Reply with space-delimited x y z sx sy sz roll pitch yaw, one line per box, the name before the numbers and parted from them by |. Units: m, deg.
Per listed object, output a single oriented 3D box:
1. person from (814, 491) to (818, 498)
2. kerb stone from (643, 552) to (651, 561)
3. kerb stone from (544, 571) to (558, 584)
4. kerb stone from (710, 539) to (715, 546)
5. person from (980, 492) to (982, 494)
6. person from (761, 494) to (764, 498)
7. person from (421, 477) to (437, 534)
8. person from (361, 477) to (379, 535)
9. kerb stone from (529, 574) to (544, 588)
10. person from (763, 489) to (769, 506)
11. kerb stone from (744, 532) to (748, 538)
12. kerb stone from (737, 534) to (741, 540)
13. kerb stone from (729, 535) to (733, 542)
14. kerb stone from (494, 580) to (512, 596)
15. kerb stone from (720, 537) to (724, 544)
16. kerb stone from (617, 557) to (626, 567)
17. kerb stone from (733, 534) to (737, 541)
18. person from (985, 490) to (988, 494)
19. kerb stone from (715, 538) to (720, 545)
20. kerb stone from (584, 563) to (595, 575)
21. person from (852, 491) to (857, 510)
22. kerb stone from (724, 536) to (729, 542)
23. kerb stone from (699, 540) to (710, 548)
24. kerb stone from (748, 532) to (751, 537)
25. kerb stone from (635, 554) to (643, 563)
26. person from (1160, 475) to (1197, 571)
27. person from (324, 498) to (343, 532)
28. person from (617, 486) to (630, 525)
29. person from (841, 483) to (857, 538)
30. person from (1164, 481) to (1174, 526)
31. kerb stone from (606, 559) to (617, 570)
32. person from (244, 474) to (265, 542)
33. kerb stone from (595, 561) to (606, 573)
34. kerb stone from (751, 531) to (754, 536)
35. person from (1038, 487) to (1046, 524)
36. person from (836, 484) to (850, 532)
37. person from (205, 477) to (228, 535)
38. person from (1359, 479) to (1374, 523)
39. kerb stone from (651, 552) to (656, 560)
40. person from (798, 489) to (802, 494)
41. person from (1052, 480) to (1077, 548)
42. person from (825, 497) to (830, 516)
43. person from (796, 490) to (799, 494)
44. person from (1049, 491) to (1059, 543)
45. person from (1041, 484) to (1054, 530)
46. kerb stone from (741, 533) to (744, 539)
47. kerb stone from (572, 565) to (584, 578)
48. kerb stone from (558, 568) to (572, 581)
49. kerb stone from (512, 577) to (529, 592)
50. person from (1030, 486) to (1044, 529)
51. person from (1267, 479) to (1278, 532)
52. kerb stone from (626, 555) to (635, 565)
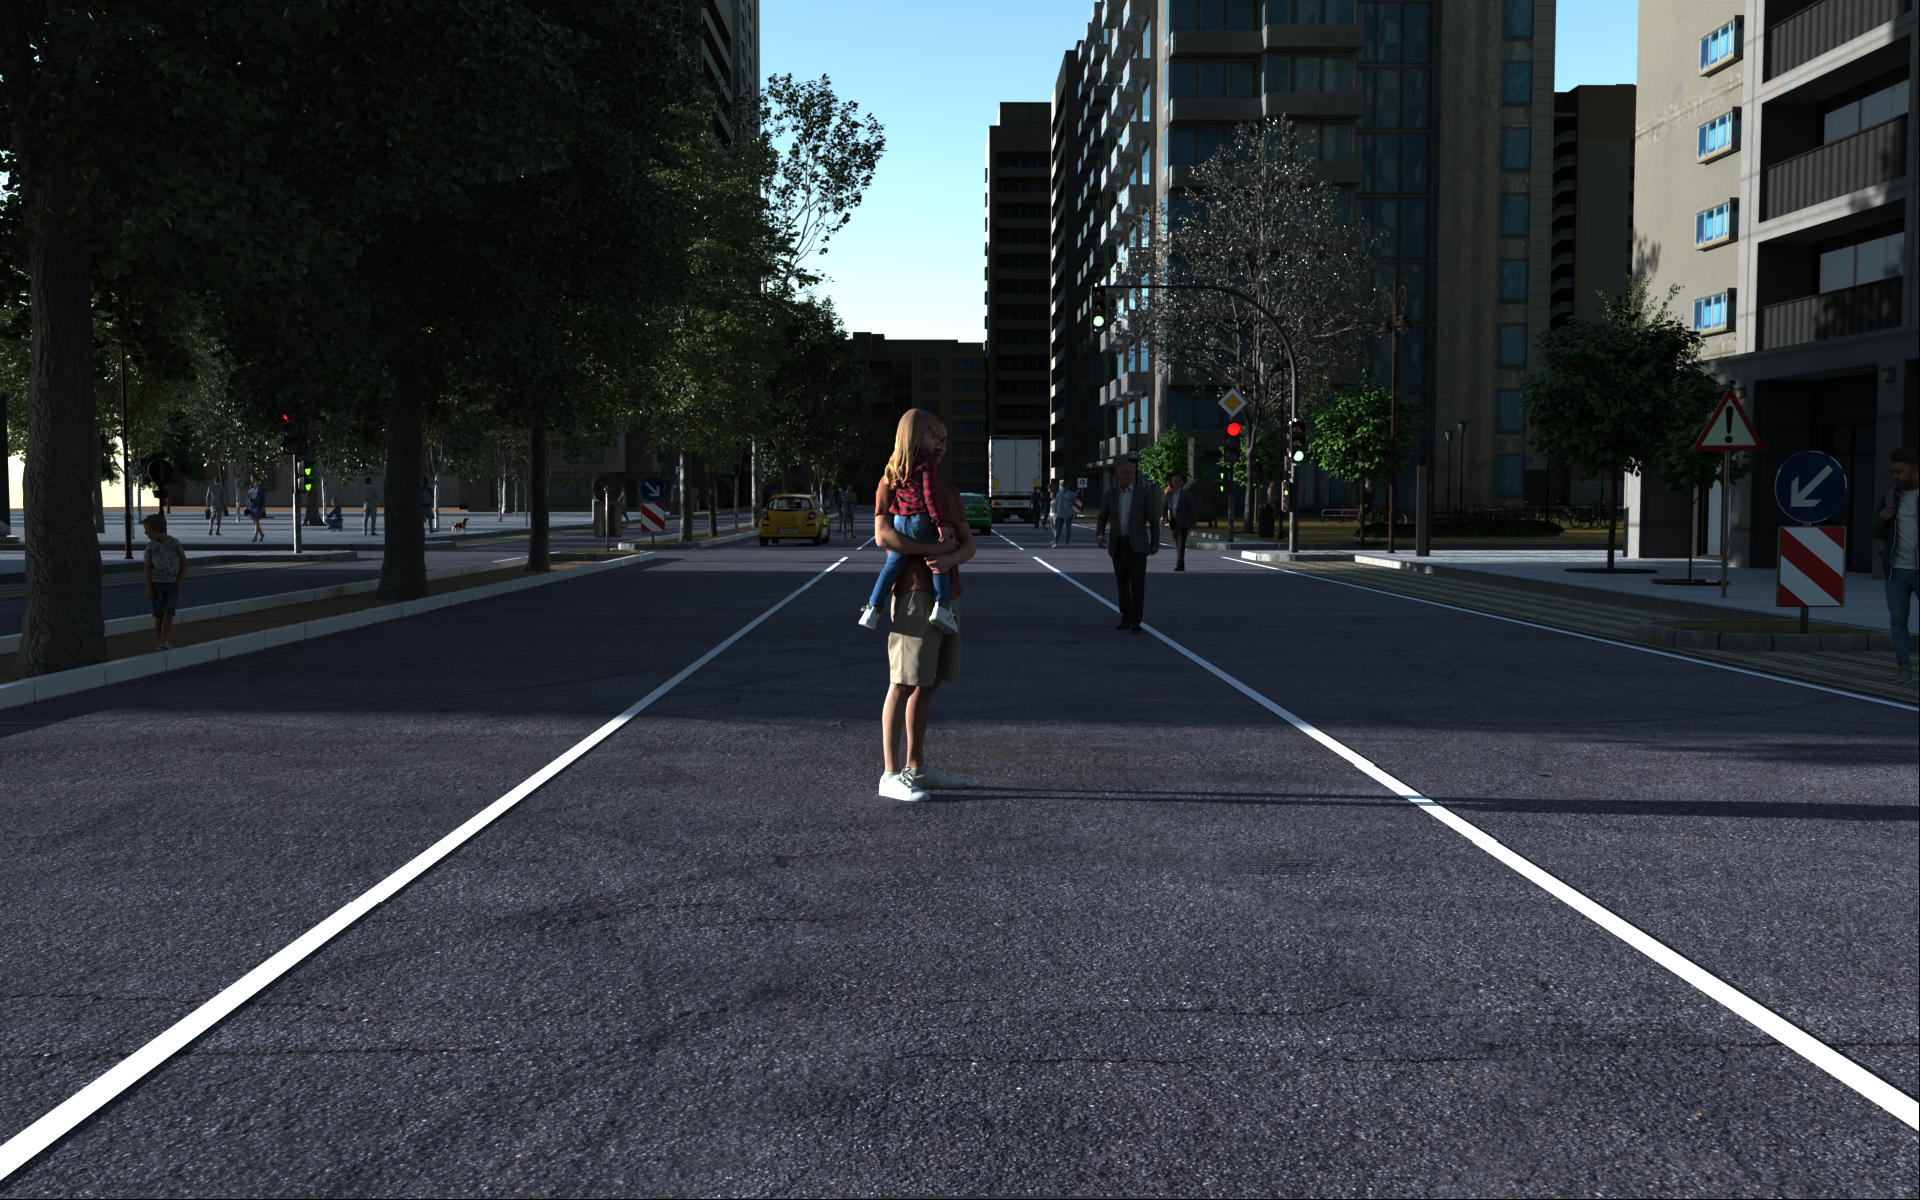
person | -8.717 -5.760 104.487 0.589 1.601 0.330 -2 4 -34
kerb stone | -6.798 -0.903 37.018 0.120 0.150 1.000 0 4 -1
kerb stone | -6.652 -0.337 27.785 0.120 0.150 1.000 0 4 -1
kerb stone | -6.948 -1.568 47.830 0.120 0.150 1.000 0 4 -1
person | 2.240 -10.476 181.253 0.593 1.643 0.415 2 4 31
person | -19.134 -10.033 170.065 0.705 1.826 1.348 -3 4 -38
person | -17.020 -2.995 55.004 0.794 1.824 0.713 2 4 24
person | -18.366 -2.920 53.960 0.511 1.800 0.466 -1 4 -11
kerb stone | -6.636 -0.279 26.763 0.120 0.150 1.000 0 4 -1
person | -15.551 -7.983 139.153 0.705 1.807 1.348 -2 4 -24
kerb stone | -7.069 -2.070 56.032 0.120 0.150 1.000 0 4 -1
kerb stone | -7.036 -1.943 53.974 0.120 0.150 1.000 0 4 -1
kerb stone | -7.010 -1.809 51.924 0.120 0.150 1.000 0 4 -1
kerb stone | -6.613 -0.154 24.715 0.120 0.150 1.000 0 4 -1
kerb stone | -6.977 -1.693 49.874 0.120 0.150 1.000 0 4 -1
kerb stone | -6.753 -0.717 33.948 0.120 0.150 1.000 0 4 -1
kerb stone | -7.026 -1.881 52.946 0.120 0.150 1.000 0 4 -1
person | 2.645 -9.970 171.525 1.348 1.822 0.705 1 4 15
kerb stone | -6.971 -1.627 48.852 0.120 0.150 1.000 0 4 -1
kerb stone | -6.709 -0.531 30.871 0.120 0.150 1.000 0 4 -1
person | -9.627 -9.181 159.123 0.721 1.766 1.217 -1 4 -12
kerb stone | -6.997 -1.755 50.901 0.120 0.150 1.000 0 4 -1
kerb stone | -6.941 -1.505 46.805 0.120 0.150 1.000 0 4 -1
kerb stone | -7.086 -2.131 57.063 0.120 0.150 1.000 0 4 -1
kerb stone | -6.791 -0.844 35.996 0.120 0.150 1.000 0 4 -1
person | 4.013 -1.413 31.999 0.661 1.777 0.834 2 4 26
person | -21.446 -2.908 59.079 0.738 1.151 1.012 0 4 -8
person | -15.160 -4.234 77.911 0.728 1.800 0.709 -3 4 -38
person | -3.604 -2.924 56.481 0.511 1.800 0.466 -3 5 -40
person | 8.657 -3.943 70.481 0.580 1.828 0.573 -3 5 -42
kerb stone | -6.728 -0.653 32.918 0.120 0.150 1.000 0 4 -1
person | -18.974 -2.491 46.796 0.581 1.822 0.654 1 4 23
kerb stone | -6.716 -0.593 31.893 0.120 0.150 1.000 0 4 -1
kerb stone | -7.099 -2.189 58.085 0.120 0.150 1.000 0 4 -1
person | 3.814 -4.452 81.640 0.623 1.781 0.721 0 4 -2
person | -4.363 -3.443 64.816 0.581 1.822 0.654 -3 5 -43
person | -23.192 -2.927 54.022 0.709 1.813 0.853 -1 4 -11
person | 13.444 -3.126 56.928 0.659 1.850 0.755 -1 4 -17
kerb stone | -6.813 -0.969 38.040 0.120 0.150 1.000 0 4 -1
person | -12.693 -7.907 137.718 1.348 1.831 0.705 2 4 35
person | 2.772 -2.280 46.047 0.793 1.790 0.793 -1 4 -16
person | -8.677 -6.117 113.195 0.332 1.250 0.352 2 4 27
person | -14.918 -9.196 158.951 0.705 1.812 1.348 -3 5 -40
person | 2.792 -2.417 50.620 0.503 1.515 0.523 2 4 34
person | 3.648 -3.757 69.707 0.755 1.850 0.659 1 4 17
kerb stone | -7.051 -2.005 55.002 0.120 0.150 1.000 0 4 -1
kerb stone | -6.686 -0.467 29.839 0.120 0.150 1.000 0 4 -1
kerb stone | -6.671 -0.405 28.817 0.120 0.150 1.000 0 4 -1
kerb stone | -6.623 -0.214 25.739 0.120 0.150 1.000 0 4 -1
person | 3.188 -3.842 71.739 0.534 1.772 0.576 3 5 40
person | 10.666 -3.222 59.068 0.374 1.781 0.599 0 4 3
kerb stone | -6.759 -0.781 34.970 0.120 0.150 1.000 0 4 -1
